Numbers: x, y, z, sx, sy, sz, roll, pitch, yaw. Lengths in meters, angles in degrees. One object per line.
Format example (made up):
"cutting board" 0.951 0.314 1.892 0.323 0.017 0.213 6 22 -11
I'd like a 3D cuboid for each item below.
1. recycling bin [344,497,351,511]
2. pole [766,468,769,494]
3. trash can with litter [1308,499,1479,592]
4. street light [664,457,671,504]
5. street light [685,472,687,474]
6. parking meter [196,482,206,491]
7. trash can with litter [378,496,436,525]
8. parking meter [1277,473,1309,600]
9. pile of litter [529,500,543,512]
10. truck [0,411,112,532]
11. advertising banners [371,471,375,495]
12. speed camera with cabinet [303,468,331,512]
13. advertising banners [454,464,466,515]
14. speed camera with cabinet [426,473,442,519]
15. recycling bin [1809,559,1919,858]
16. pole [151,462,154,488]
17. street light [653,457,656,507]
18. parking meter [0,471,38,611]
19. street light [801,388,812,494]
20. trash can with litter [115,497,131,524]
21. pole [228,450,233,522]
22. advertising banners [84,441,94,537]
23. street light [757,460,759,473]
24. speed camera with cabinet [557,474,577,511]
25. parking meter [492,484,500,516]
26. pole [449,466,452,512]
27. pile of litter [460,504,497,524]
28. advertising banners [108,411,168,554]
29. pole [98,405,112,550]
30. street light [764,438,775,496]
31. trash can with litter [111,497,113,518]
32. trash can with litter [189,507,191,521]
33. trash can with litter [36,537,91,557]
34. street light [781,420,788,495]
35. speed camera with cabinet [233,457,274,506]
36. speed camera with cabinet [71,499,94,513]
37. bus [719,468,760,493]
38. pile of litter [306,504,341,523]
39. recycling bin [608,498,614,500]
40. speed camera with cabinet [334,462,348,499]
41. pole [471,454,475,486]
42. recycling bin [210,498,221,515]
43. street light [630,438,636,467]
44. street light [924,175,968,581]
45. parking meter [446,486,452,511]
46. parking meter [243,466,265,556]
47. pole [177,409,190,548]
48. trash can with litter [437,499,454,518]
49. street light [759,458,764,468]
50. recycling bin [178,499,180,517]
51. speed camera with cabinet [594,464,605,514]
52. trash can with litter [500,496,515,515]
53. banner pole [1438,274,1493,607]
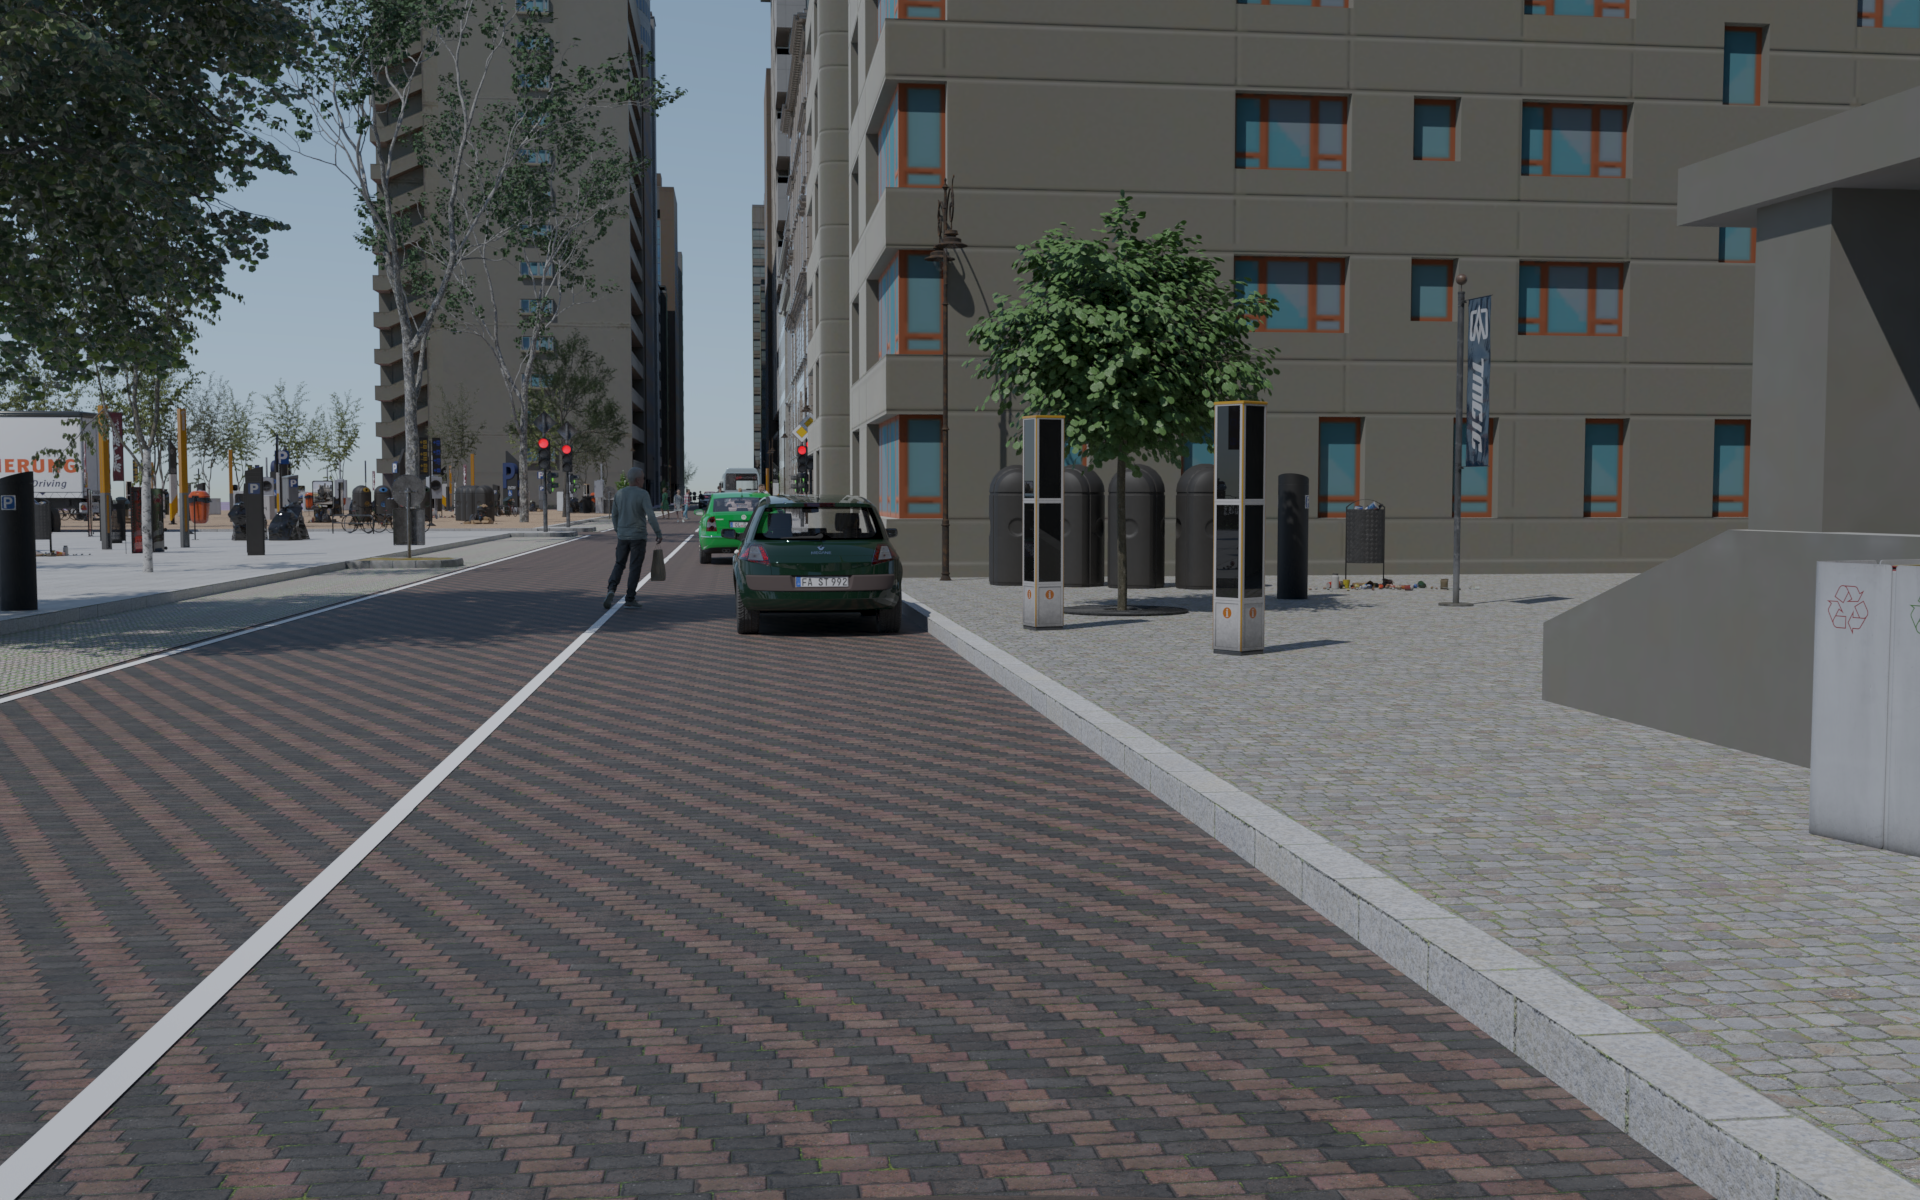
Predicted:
"recycling bin" -48.033 -7.512 135.371 0.722 1.027 0.722 -3 4 -38
"pole" -15.284 -8.783 137.444 0.158 3.312 0.155 0 3 0
"trash can with litter" 5.863 -0.752 23.357 2.233 1.210 1.678 1 4 13
"street light" -35.898 -14.581 211.184 0.468 5.910 1.993 0 4 -7
"street light" -46.458 -19.624 293.638 0.468 5.910 1.993 0 4 -7
"parking meter" -38.107 -4.972 87.005 0.399 1.863 0.255 1 4 13
"trash can with litter" -23.308 -3.747 72.324 2.233 1.210 1.678 -2 4 -32
"parking meter" 4.072 -0.781 21.185 0.372 1.533 0.369 0 3 0
"pile of litter" -30.733 -6.824 125.542 1.176 0.858 1.719 0 4 1
"truck" -35.309 -4.298 59.183 11.283 4.237 2.839 0 4 -5
"advertising banners" -44.673 -8.251 131.087 0.090 3.025 2.074 -3 5 -41
"speed camera with cabinet" -47.053 -8.107 126.889 2.038 3.252 0.660 -2 4 -23
"advertising banners" -29.302 -6.446 101.583 0.090 3.025 2.074 -2 4 -35
"speed camera with cabinet" -27.437 -5.735 88.109 2.038 3.252 0.660 -2 4 -33
"recycling bin" 3.664 0.380 6.347 0.722 1.027 0.722 -1 4 -23
"pole" -51.412 -7.122 110.287 0.158 3.312 0.155 0 3 0
"street light" -31.290 -12.463 176.564 0.468 5.910 1.993 0 4 -7
"parking meter" -10.417 -0.655 19.127 0.372 1.533 0.369 0 3 0
"street light" -6.561 -6.188 73.969 0.468 5.910 1.993 0 4 -7
"trash can with litter" -36.337 -3.919 75.467 1.055 1.170 0.624 3 5 41
"pole" -33.392 -5.228 79.326 0.158 3.312 0.155 0 3 0
"advertising banners" -26.238 -3.421 52.125 0.090 3.025 2.074 -1 4 -22
"street light" -25.075 -14.960 217.381 0.468 5.910 1.993 0 4 -7
"speed camera with cabinet" -29.334 -8.256 129.323 0.660 3.252 2.038 1 4 18
"parking meter" -27.564 -5.951 103.002 0.399 1.863 0.255 1 4 16
"pole" -36.770 -8.024 125.036 0.158 3.312 0.155 0 3 0
"pile of litter" -20.436 -3.668 73.942 1.719 0.858 1.176 1 4 16
"advertising banners" -17.796 -2.525 37.479 0.090 3.025 2.074 0 4 6
"pole" -19.718 -2.819 39.933 0.158 3.312 0.155 0 3 0
"street light" -16.439 -10.810 149.533 0.468 5.910 1.993 0 4 -7
"trash can with litter" -49.375 -5.386 99.125 1.678 1.210 2.233 0 4 2
"trash can with litter" -36.640 -4.362 82.702 1.055 1.170 0.624 -1 4 -11
"trash can with litter" -19.362 -1.510 35.749 2.233 1.210 1.678 0 4 0
"street light" -10.937 -8.273 108.054 0.468 5.910 1.993 0 4 -7
"speed camera with cabinet" -37.876 -6.022 92.790 2.038 3.252 0.660 -1 4 -17
"speed camera with cabinet" -54.114 -6.902 107.177 0.660 3.252 2.038 1 4 12
"bus" -16.383 -8.192 128.799 2.948 3.499 13.247 -1 4 -8
"pile of litter" -28.524 -3.873 77.289 1.719 0.858 1.176 1 4 22
"recycling bin" -26.060 -7.198 130.247 0.722 1.027 0.722 -1 4 -13
"speed camera with cabinet" -37.035 -6.807 105.623 2.038 3.252 0.660 -1 4 -9
"pole" -24.769 -5.764 88.080 0.158 3.312 0.155 0 3 0
"recycling bin" -46.424 -5.817 107.669 0.722 1.027 0.722 -3 5 -40
"street light" -26.976 -10.403 142.879 0.468 5.910 1.993 0 4 -7
"street light" -0.214 -3.224 25.494 0.468 5.910 1.993 0 4 -7
"parking meter" -39.129 -7.758 132.549 0.255 1.863 0.399 1 4 21
"parking meter" -14.769 -1.866 36.225 0.399 1.863 0.255 -1 4 -22
"pole" -18.596 -2.913 41.469 0.158 3.312 0.155 0 3 0
"trash can with litter" -27.784 -5.039 93.439 1.678 1.210 2.233 1 4 23
"street light" -20.704 -12.871 183.224 0.468 5.910 1.993 0 4 -7
"recycling bin" -44.107 -5.278 98.853 0.722 1.027 0.722 1 4 14
"speed camera with cabinet" -23.725 -7.320 114.022 0.660 3.252 2.038 0 4 -8
"trash can with litter" -27.397 -5.684 104.313 0.624 1.170 1.055 3 4 37
"banner pole" 5.757 -1.807 19.568 0.401 3.779 0.863 -1 4 -14
